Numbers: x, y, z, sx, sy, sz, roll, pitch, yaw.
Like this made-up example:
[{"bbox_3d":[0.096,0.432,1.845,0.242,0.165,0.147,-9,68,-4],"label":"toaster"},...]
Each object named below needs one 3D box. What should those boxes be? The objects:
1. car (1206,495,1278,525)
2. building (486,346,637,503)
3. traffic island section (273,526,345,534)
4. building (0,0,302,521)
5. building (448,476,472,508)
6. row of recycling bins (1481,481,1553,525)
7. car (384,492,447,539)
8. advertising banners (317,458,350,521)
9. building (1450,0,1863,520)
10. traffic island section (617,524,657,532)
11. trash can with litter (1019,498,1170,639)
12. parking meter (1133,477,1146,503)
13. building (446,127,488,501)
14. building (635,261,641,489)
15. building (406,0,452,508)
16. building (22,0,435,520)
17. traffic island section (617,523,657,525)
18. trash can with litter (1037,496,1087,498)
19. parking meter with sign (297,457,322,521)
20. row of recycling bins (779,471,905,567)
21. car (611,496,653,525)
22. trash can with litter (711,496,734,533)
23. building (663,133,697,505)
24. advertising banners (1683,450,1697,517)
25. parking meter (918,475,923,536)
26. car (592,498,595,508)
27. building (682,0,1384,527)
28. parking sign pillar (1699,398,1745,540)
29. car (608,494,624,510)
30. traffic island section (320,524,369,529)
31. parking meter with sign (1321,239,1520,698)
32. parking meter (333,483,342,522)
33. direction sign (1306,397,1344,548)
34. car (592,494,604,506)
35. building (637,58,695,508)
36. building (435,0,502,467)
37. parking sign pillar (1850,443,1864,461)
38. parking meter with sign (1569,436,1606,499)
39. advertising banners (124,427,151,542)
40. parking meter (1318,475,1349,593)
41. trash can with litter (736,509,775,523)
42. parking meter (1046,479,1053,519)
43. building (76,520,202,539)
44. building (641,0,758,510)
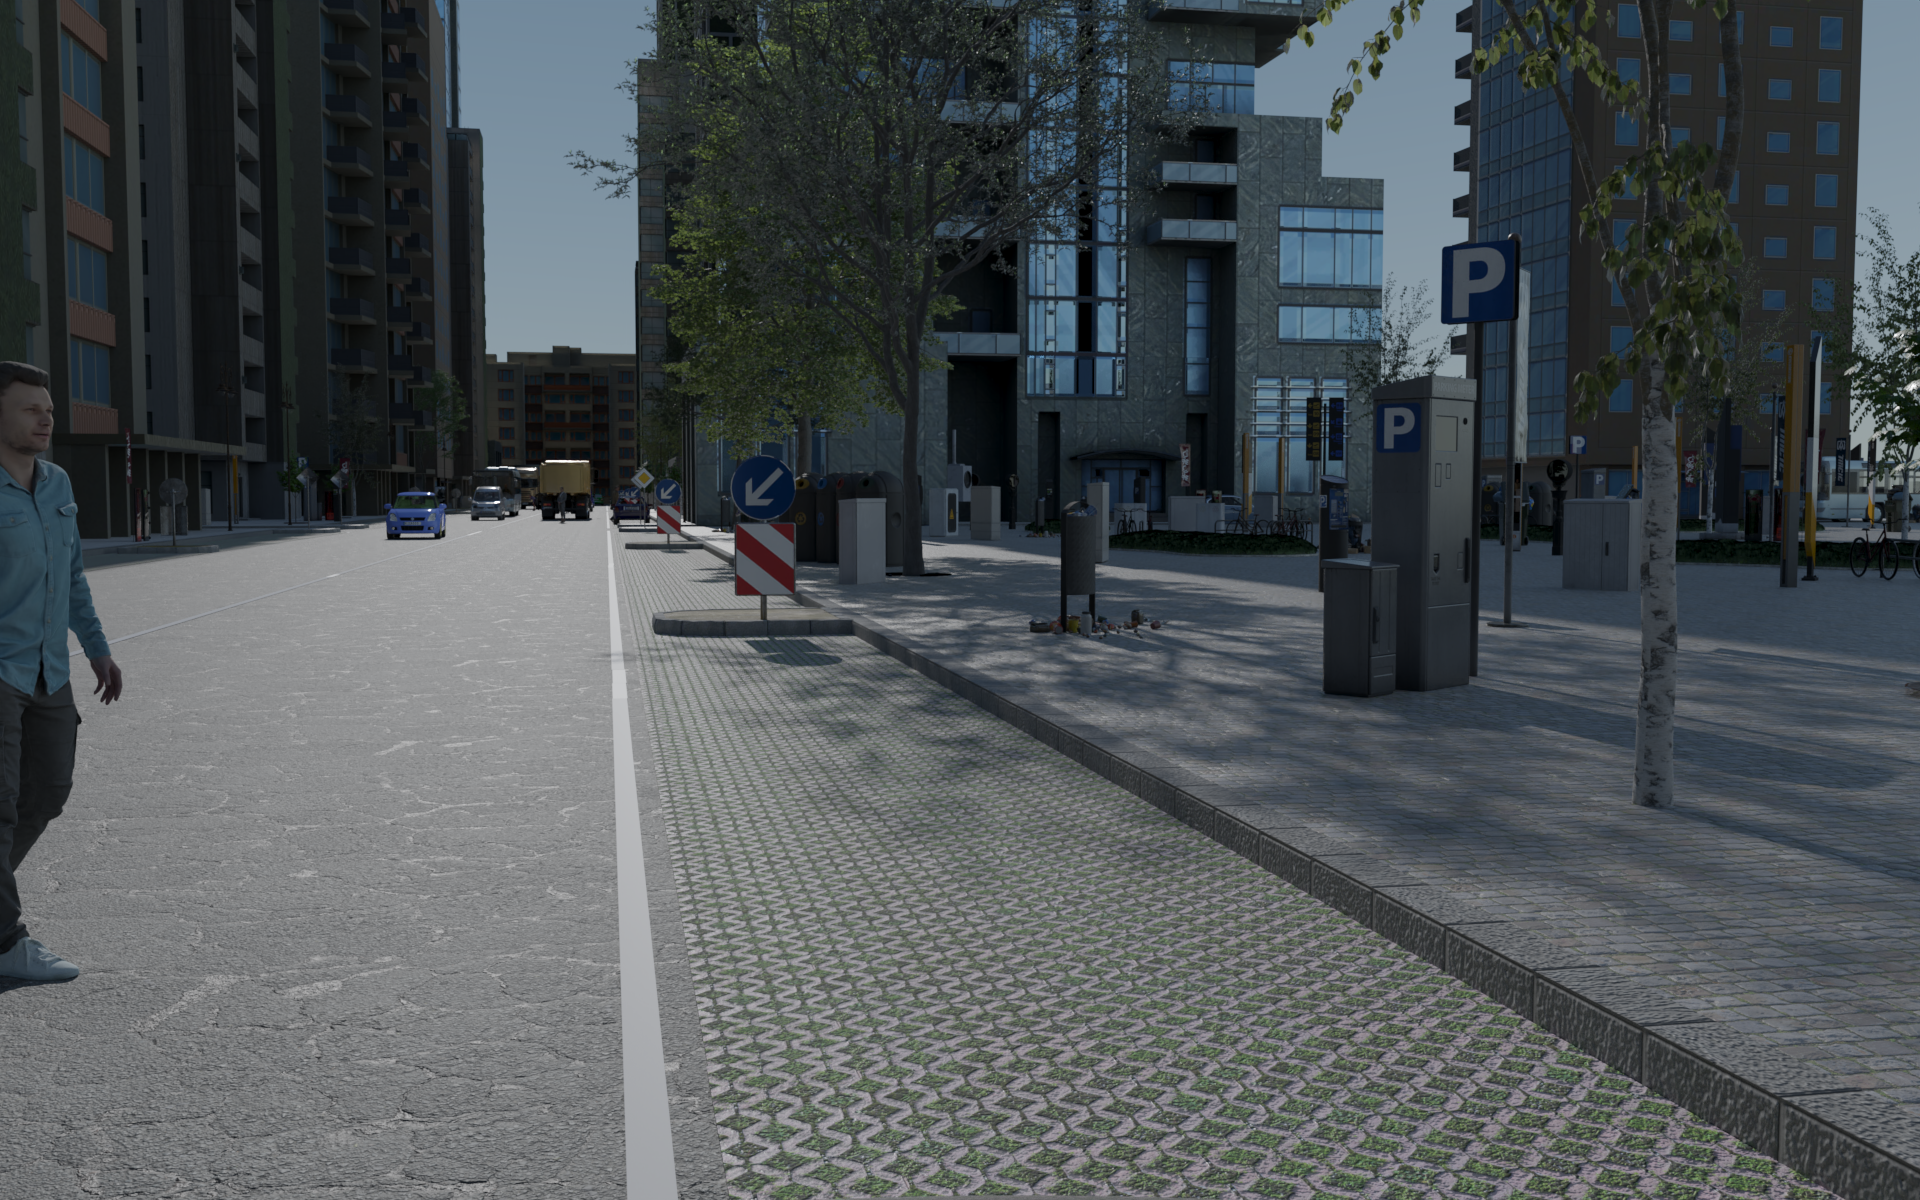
[{"bbox_3d":[11.586,-3.796,74.066,4.499,1.417,2.014,-1,4,-10],"label":"car"},{"bbox_3d":[-54.556,-24.260,241.686,28.899,21.520,27.650,-1,4,-12],"label":"building"},{"bbox_3d":[-23.953,-2.531,63.659,2.009,0.180,2.903,-1,4,-12],"label":"traffic island section"},{"bbox_3d":[-40.339,-19.014,82.581,14.160,30.474,14.107,-1,4,-12],"label":"building"},{"bbox_3d":[-64.366,-29.026,166.454,32.217,40.220,23.993,-1,4,-12],"label":"building"},{"bbox_3d":[18.366,-3.060,57.152,1.069,1.692,3.534,-1,4,-13],"label":"row of recycling bins"},{"bbox_3d":[-17.720,-2.867,56.463,1.945,1.707,3.694,-1,4,-13],"label":"car"},{"bbox_3d":[-30.451,-5.344,83.568,2.074,3.025,0.090,0,4,-7],"label":"advertising banners"},{"bbox_3d":[35.333,-26.857,89.215,14.200,45.320,14.600,-1,4,-12],"label":"building"},{"bbox_3d":[-12.007,-2.679,66.087,2.009,0.180,2.903,-1,4,-12],"label":"traffic island section"},{"bbox_3d":[1.424,-0.332,16.484,1.678,1.210,2.233,3,4,36],"label":"trash can with litter"},{"bbox_3d":[6.093,-3.249,58.830,0.255,1.863,0.399,-2,4,-33],"label":"parking meter"},{"bbox_3d":[-58.878,-30.785,186.935,14.154,41.232,14.086,-1,4,-12],"label":"building"},{"bbox_3d":[-33.370,-27.188,216.226,14.160,30.474,14.107,-1,4,-12],"label":"building"},{"bbox_3d":[-51.927,-30.536,149.377,14.600,45.320,14.200,-1,4,-12],"label":"building"},{"bbox_3d":[-46.216,-27.912,110.986,22.147,44.769,28.867,-1,4,-12],"label":"building"},{"bbox_3d":[-13.606,-3.158,73.911,2.009,0.180,2.903,-1,4,-12],"label":"traffic island section"},{"bbox_3d":[2.604,-2.495,51.856,1.678,1.210,2.233,1,4,20],"label":"trash can with litter"},{"bbox_3d":[-30.850,-5.259,82.251,0.543,3.016,1.738,0,4,1],"label":"parking meter with sign"},{"bbox_3d":[-2.090,-1.520,31.961,1.069,1.692,3.534,-2,4,-31],"label":"row of recycling bins"},{"bbox_3d":[-15.615,-4.271,82.403,1.945,1.354,3.894,-1,4,-10],"label":"car"},{"bbox_3d":[-7.636,-2.908,58.603,1.678,1.210,2.233,2,4,24],"label":"trash can with litter"},{"bbox_3d":[-17.274,-22.677,142.467,14.160,30.474,14.107,-1,4,-12],"label":"building"},{"bbox_3d":[30.002,-4.470,69.273,2.074,3.025,0.090,1,4,22],"label":"advertising banners"},{"bbox_3d":[-1.202,-2.474,46.158,0.399,1.863,0.255,-1,4,-14],"label":"parking meter"},{"bbox_3d":[-38.915,-10.434,180.190,1.945,1.707,3.694,-1,4,-11],"label":"car"},{"bbox_3d":[2.150,-47.082,82.458,31.000,86.520,22.319,-1,4,-12],"label":"building"},{"bbox_3d":[21.829,-3.716,49.226,1.447,3.967,1.447,1,4,15],"label":"parking sign pillar"},{"bbox_3d":[-30.791,-8.989,156.753,2.009,1.686,4.222,-1,4,-13],"label":"car"},{"bbox_3d":[-25.552,-3.009,71.483,2.009,0.180,2.903,-1,4,-12],"label":"traffic island section"},{"bbox_3d":[3.050,-0.933,11.512,0.543,3.016,1.738,3,5,43],"label":"parking meter with sign"},{"bbox_3d":[-28.894,-4.567,80.383,0.255,1.863,0.399,0,4,5],"label":"parking meter"},{"bbox_3d":[8.545,-2.974,40.621,0.876,3.537,0.379,0,4,-1],"label":"direction sign"},{"bbox_3d":[-43.090,-11.997,204.951,1.959,1.807,4.718,-1,4,-13],"label":"car"},{"bbox_3d":[-23.940,-29.605,167.642,14.154,41.232,14.086,-1,4,-12],"label":"building"},{"bbox_3d":[-71.153,-54.497,203.694,31.000,86.520,22.319,-1,4,-12],"label":"building"},{"bbox_3d":[47.552,-6.363,92.501,1.447,3.967,1.447,-2,4,-26],"label":"parking sign pillar"},{"bbox_3d":[18.610,-3.345,50.959,0.543,3.016,1.738,-1,4,-12],"label":"parking meter with sign"},{"bbox_3d":[-22.070,-3.075,46.460,0.090,3.025,2.074,-1,4,-10],"label":"advertising banners"},{"bbox_3d":[4.877,-0.868,22.607,0.372,1.533,0.369,0,3,0],"label":"parking meter"},{"bbox_3d":[-4.445,-1.678,38.828,1.055,1.170,0.624,-3,4,-37],"label":"trash can with litter"},{"bbox_3d":[3.534,-3.844,68.560,0.255,1.863,0.399,0,4,0],"label":"parking meter"},{"bbox_3d":[-38.200,-24.123,49.037,28.867,44.769,22.147,-1,4,-12],"label":"building"},{"bbox_3d":[-23.737,-45.638,184.441,20.563,71.187,20.611,-1,4,-12],"label":"building"}]
